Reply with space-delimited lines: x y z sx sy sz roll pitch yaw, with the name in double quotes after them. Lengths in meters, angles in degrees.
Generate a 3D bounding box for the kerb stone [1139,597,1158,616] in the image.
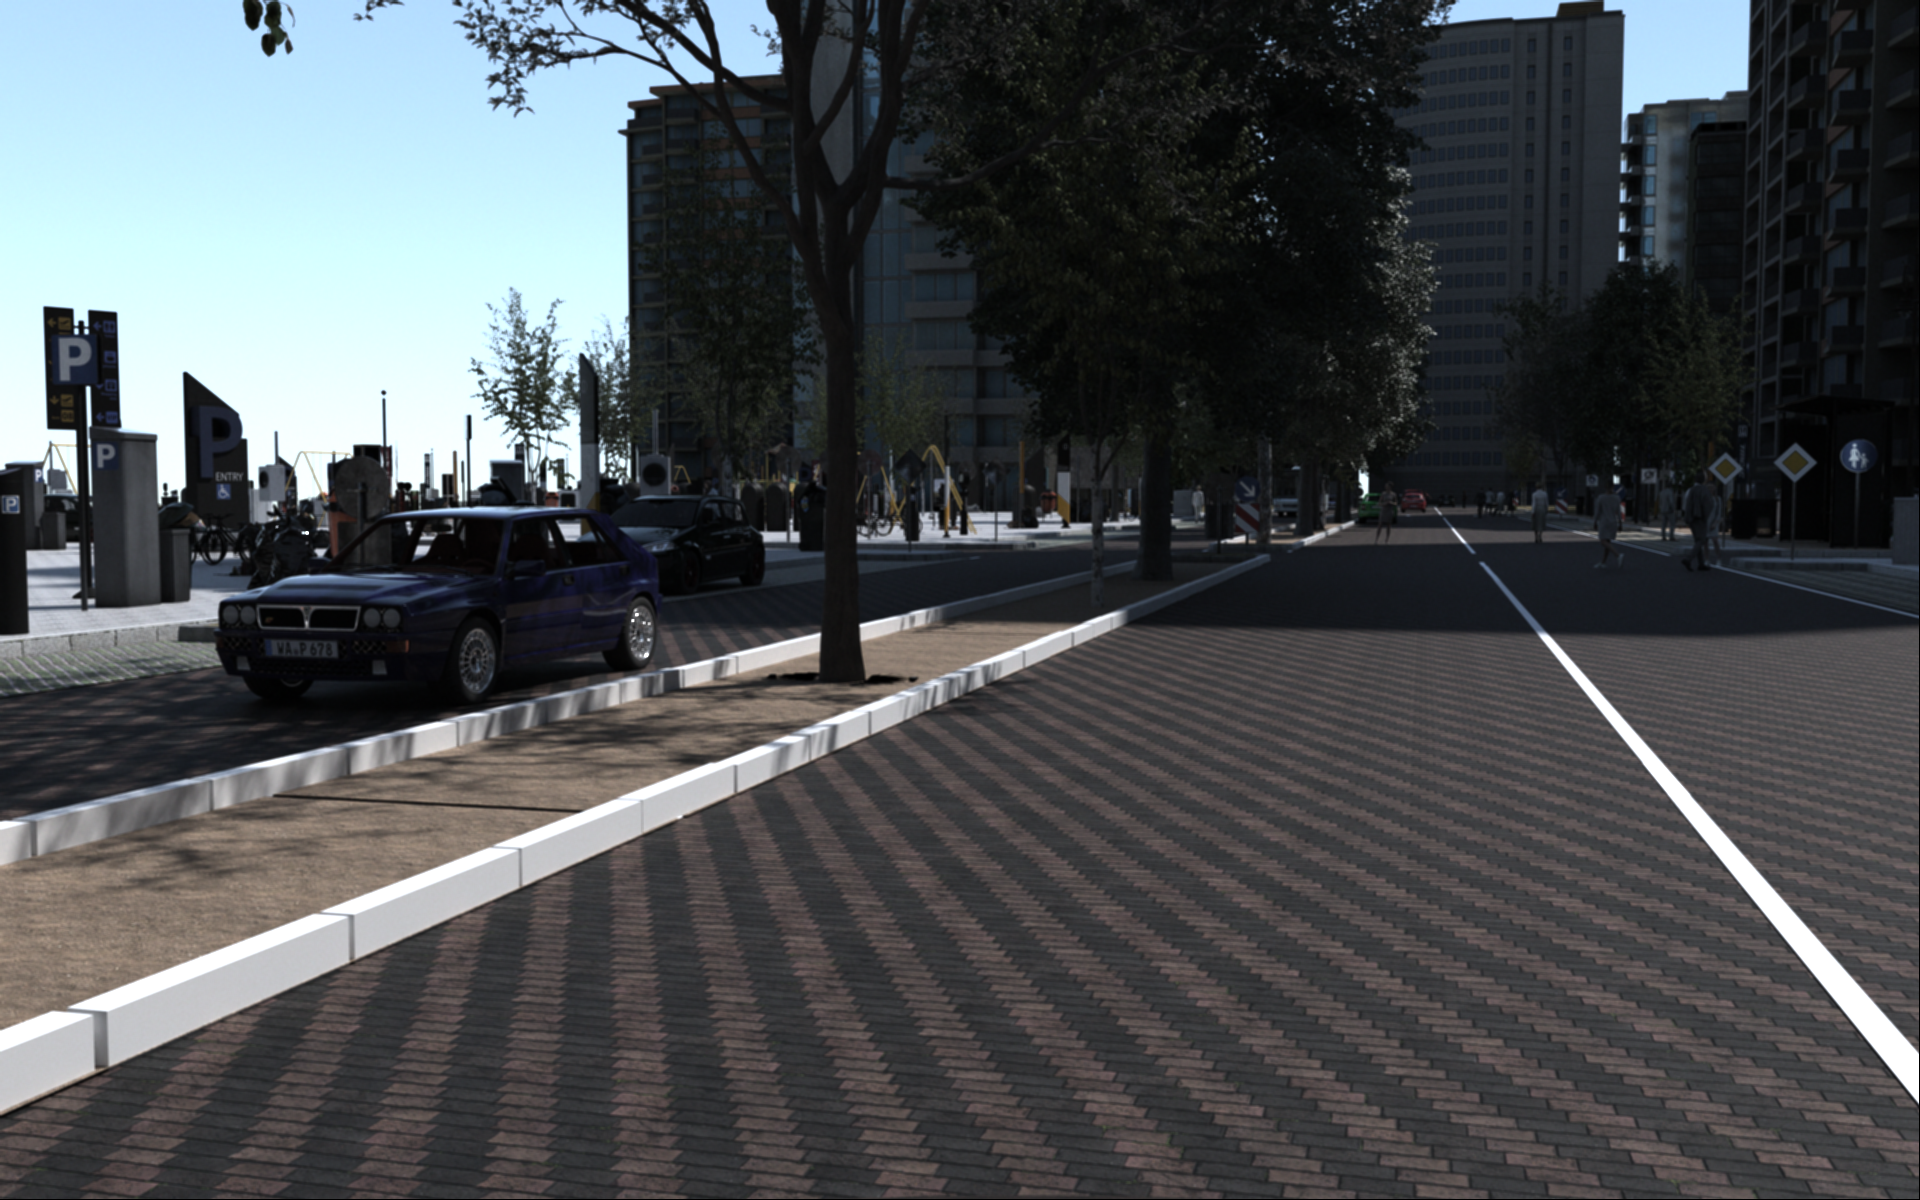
2.193 0.095 20.637 0.120 0.150 1.000 1 4 15 "kerb stone"

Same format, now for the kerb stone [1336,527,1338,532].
13.718 -2.540 63.731 0.120 0.150 1.000 1 4 15 "kerb stone"

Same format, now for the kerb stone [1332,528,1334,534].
12.929 -2.358 60.755 0.120 0.150 1.000 1 4 15 "kerb stone"

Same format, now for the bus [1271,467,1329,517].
22.037 -7.146 111.697 2.948 3.499 13.247 1 4 16 "bus"

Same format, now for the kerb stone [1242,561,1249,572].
5.101 -0.571 31.530 0.120 0.150 1.000 1 4 15 "kerb stone"

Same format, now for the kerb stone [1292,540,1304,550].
8.953 -1.451 45.912 0.120 0.150 1.000 1 4 15 "kerb stone"

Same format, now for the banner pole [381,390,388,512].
-13.908 -3.176 41.941 0.401 3.779 0.863 -1 4 -16 "banner pole"

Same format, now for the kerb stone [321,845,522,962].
-1.780 1.004 5.791 0.120 0.150 1.000 1 4 15 "kerb stone"

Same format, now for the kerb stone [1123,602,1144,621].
1.918 0.156 19.651 0.120 0.150 1.000 1 4 15 "kerb stone"

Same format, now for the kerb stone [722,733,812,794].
-0.991 0.830 8.756 0.120 0.150 1.000 1 4 15 "kerb stone"

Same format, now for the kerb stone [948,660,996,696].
0.068 0.580 12.714 0.120 0.150 1.000 1 4 15 "kerb stone"

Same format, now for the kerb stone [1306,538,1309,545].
9.479 -1.572 47.890 0.120 0.150 1.000 1 4 15 "kerb stone"

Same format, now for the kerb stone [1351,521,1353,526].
17.179 -3.329 76.629 0.120 0.150 1.000 1 4 15 "kerb stone"

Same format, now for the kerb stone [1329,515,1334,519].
21.756 -4.872 101.892 0.120 0.150 1.000 1 4 15 "kerb stone"

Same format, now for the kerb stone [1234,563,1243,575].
4.835 -0.510 30.538 0.120 0.150 1.000 1 4 15 "kerb stone"

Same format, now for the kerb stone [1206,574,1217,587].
3.781 -0.265 26.582 0.120 0.150 1.000 1 4 15 "kerb stone"

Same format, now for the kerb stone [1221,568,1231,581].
4.315 -0.381 28.556 0.120 0.150 1.000 1 4 15 "kerb stone"

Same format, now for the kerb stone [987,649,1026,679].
0.331 0.524 13.708 0.120 0.150 1.000 1 4 15 "kerb stone"

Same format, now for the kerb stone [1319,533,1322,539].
11.067 -1.928 53.826 0.120 0.150 1.000 1 4 15 "kerb stone"

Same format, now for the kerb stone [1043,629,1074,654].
0.857 0.398 15.695 0.120 0.150 1.000 1 4 15 "kerb stone"

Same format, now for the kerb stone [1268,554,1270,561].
6.430 -0.869 36.488 0.120 0.150 1.000 1 4 15 "kerb stone"

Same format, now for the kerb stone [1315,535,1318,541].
10.543 -1.813 51.838 0.120 0.150 1.000 1 4 15 "kerb stone"

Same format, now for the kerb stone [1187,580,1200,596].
3.248 -0.147 24.602 0.120 0.150 1.000 1 4 15 "kerb stone"

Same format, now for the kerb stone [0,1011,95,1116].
-2.322 1.125 3.803 0.120 0.150 1.000 1 4 15 "kerb stone"

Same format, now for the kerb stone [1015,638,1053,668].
0.603 0.459 14.693 0.120 0.150 1.000 1 4 15 "kerb stone"

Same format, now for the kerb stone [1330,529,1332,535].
12.660 -2.297 59.766 0.120 0.150 1.000 1 4 15 "kerb stone"

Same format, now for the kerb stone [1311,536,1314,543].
10.016 -1.692 49.863 0.120 0.150 1.000 1 4 15 "kerb stone"

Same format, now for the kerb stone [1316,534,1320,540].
10.803 -1.872 52.833 0.120 0.150 1.000 1 4 15 "kerb stone"

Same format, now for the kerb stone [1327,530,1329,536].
12.128 -2.175 57.788 0.120 0.150 1.000 1 4 15 "kerb stone"

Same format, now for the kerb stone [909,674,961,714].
-0.198 0.642 11.727 0.120 0.150 1.000 1 4 15 "kerb stone"

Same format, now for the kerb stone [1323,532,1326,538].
11.606 -2.055 55.798 0.120 0.150 1.000 1 4 15 "kerb stone"

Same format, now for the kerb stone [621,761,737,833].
-1.261 0.882 7.770 0.120 0.150 1.000 1 4 15 "kerb stone"

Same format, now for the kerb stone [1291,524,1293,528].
13.283 -2.933 70.220 0.120 0.150 1.000 1 4 15 "kerb stone"

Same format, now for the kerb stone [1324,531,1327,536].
11.863 -2.112 56.796 0.120 0.150 1.000 1 4 15 "kerb stone"

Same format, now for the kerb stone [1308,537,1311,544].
9.737 -1.632 48.879 0.120 0.150 1.000 1 4 15 "kerb stone"

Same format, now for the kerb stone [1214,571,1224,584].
4.050 -0.325 27.568 0.120 0.150 1.000 1 4 15 "kerb stone"

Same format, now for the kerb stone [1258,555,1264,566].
5.909 -0.749 34.498 0.120 0.150 1.000 1 4 15 "kerb stone"

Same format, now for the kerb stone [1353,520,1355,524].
17.709 -3.450 78.604 0.120 0.150 1.000 1 4 15 "kerb stone"

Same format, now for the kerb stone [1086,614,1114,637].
1.397 0.277 17.672 0.120 0.150 1.000 1 4 15 "kerb stone"

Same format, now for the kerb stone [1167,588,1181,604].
2.720 -0.021 22.614 0.120 0.150 1.000 1 4 15 "kerb stone"

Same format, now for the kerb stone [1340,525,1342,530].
14.511 -2.716 66.700 0.120 0.150 1.000 1 4 15 "kerb stone"

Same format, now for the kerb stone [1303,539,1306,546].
9.212 -1.505 46.902 0.120 0.150 1.000 1 4 15 "kerb stone"

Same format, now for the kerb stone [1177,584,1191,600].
2.991 -0.086 23.604 0.120 0.150 1.000 1 4 15 "kerb stone"

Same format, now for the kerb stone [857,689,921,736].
-0.454 0.701 10.737 0.120 0.150 1.000 1 4 15 "kerb stone"

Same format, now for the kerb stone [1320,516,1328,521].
20.171 -4.511 95.951 0.120 0.150 1.000 1 4 15 "kerb stone"

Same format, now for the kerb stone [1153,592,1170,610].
2.458 0.037 21.626 0.120 0.150 1.000 1 4 15 "kerb stone"

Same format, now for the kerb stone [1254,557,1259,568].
5.638 -0.692 33.512 0.120 0.150 1.000 1 4 15 "kerb stone"

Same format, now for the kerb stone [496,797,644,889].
-1.518 0.943 6.779 0.120 0.150 1.000 1 4 15 "kerb stone"

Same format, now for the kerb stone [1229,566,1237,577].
4.572 -0.448 29.545 0.120 0.150 1.000 1 4 15 "kerb stone"

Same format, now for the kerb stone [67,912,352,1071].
-2.044 1.064 4.796 0.120 0.150 1.000 1 4 15 "kerb stone"

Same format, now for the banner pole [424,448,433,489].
-28.899 -6.384 94.390 0.401 3.779 0.863 2 4 24 "banner pole"

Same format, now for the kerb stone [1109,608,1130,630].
1.666 0.219 18.658 0.120 0.150 1.000 1 4 15 "kerb stone"

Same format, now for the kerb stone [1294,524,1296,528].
13.815 -3.049 72.203 0.120 0.150 1.000 1 4 15 "kerb stone"

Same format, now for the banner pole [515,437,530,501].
-19.000 -5.225 75.440 0.863 3.779 0.401 0 4 7 "banner pole"

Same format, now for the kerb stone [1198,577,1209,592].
3.523 -0.208 25.593 0.120 0.150 1.000 1 4 15 "kerb stone"

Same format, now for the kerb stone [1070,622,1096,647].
1.135 0.344 16.682 0.120 0.150 1.000 1 4 15 "kerb stone"

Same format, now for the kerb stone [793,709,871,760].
-0.726 0.763 9.752 0.120 0.150 1.000 1 4 15 "kerb stone"

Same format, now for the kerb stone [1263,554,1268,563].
6.160 -0.811 35.491 0.120 0.150 1.000 1 4 15 "kerb stone"

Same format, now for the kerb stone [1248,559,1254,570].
5.372 -0.632 32.521 0.120 0.150 1.000 1 4 15 "kerb stone"
